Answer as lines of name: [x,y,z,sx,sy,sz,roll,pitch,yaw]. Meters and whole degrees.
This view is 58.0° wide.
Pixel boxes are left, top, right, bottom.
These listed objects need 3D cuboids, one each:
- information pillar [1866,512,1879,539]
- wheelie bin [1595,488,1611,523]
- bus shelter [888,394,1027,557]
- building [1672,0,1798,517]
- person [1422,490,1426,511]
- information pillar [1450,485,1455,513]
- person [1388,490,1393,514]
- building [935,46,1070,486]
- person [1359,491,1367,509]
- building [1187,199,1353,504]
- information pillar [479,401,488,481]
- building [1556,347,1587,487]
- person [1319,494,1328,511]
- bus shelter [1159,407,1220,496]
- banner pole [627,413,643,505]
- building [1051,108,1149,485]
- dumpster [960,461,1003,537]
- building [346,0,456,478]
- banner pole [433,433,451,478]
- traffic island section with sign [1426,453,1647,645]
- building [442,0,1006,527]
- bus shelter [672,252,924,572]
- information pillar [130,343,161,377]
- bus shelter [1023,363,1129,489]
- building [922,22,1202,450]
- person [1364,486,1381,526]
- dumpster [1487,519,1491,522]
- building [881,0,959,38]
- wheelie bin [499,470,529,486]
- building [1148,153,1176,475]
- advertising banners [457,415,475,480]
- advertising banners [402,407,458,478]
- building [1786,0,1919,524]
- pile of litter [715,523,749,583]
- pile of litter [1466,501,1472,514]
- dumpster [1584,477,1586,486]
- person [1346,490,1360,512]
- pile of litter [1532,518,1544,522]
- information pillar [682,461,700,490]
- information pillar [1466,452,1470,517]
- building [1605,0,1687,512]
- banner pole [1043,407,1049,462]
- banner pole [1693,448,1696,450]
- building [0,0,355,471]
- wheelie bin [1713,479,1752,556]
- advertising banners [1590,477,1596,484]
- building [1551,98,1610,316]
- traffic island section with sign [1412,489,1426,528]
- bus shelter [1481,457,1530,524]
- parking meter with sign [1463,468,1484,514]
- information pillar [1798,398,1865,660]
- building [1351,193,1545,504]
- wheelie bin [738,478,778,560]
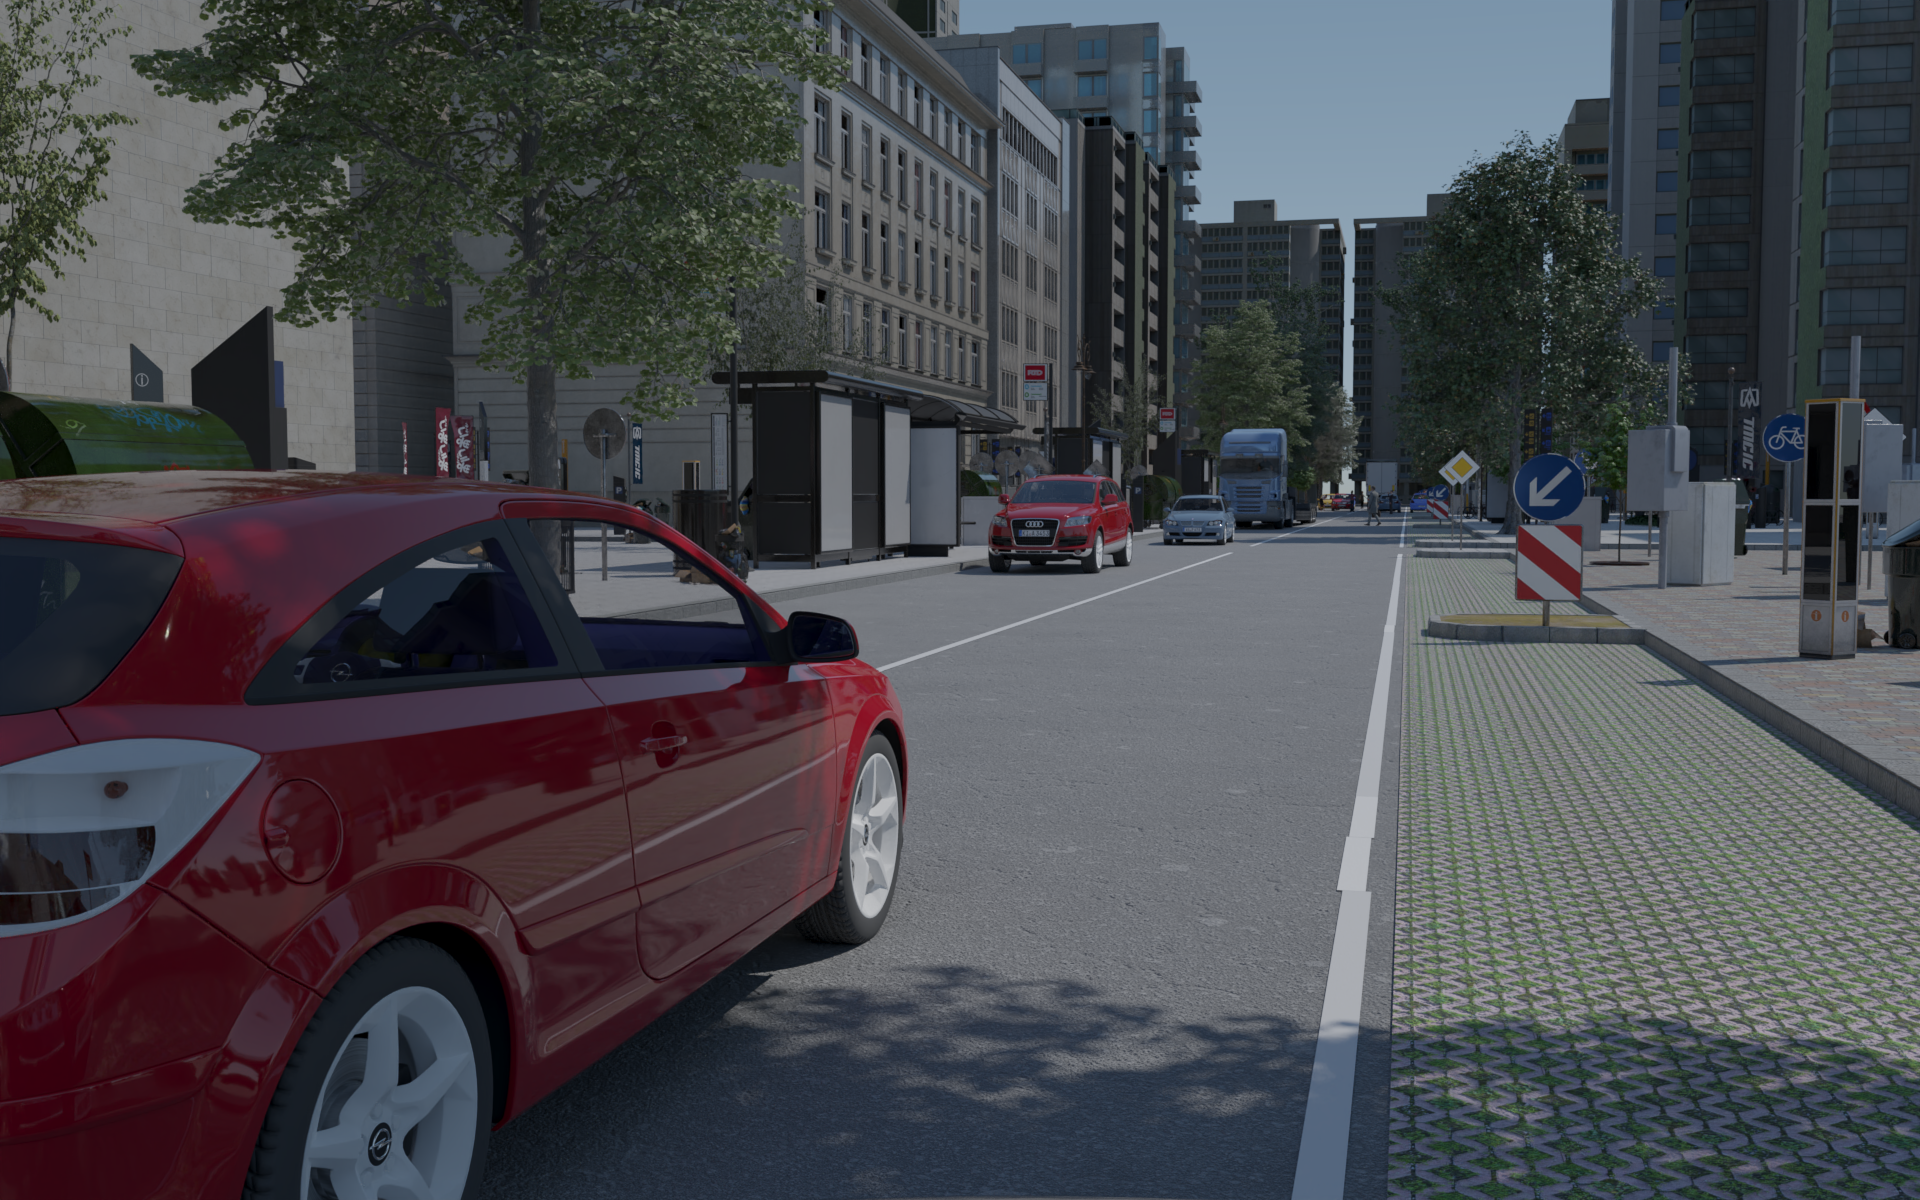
information pillar: [26.151,-2.759,49.594,0.304,2.012,0.304,2,4,35]
wheelie bin: [28.016,-4.154,75.818,0.693,1.594,0.980,-3,5,-40]
bus shelter: [-0.130,-2.684,37.815,2.014,3.302,5.546,1,4,15]
building: [48.676,-20.099,100.320,14.160,30.474,14.107,1,4,14]
person: [38.944,-8.302,144.760,0.750,1.759,0.617,0,4,5]
information pillar: [33.020,-6.824,116.058,0.304,2.012,0.304,1,4,20]
person: [30.609,-6.977,123.383,0.445,1.727,0.742,-2,4,-28]
building: [-1.336,-17.422,102.869,12.078,24.808,19.932,1,4,14]
person: [39.410,-9.793,169.336,1.217,1.735,0.721,-3,5,-41]
building: [39.136,-33.014,231.657,23.993,40.220,32.217,1,4,14]
information pillar: [-11.955,-3.189,43.491,0.183,3.616,0.504,-2,4,-29]
building: [71.412,-19.415,162.473,27.650,21.520,28.899,1,4,14]
person: [30.714,-8.226,146.185,0.799,1.438,0.628,1,4,21]
bus shelter: [10.971,-6.437,82.876,2.179,5.291,8.768,1,4,14]
banner pole: [-10.071,-3.887,53.566,0.401,3.779,0.863,2,4,29]
building: [6.224,-22.150,133.859,14.160,30.474,14.107,1,4,14]
dumpster: [0.307,-2.947,50.681,1.502,2.255,1.985,1,4,14]
building: [-33.216,-17.048,75.991,25.104,27.353,12.463,1,4,14]
banner pole: [-21.144,-4.931,70.633,0.863,3.779,0.401,0,4,-7]
traffic island section with sign: [5.773,-0.543,17.500,1.989,1.847,2.006,1,4,14]
building: [-9.158,-15.032,79.053,16.112,22.955,30.059,1,4,14]
bus shelter: [-2.871,-3.257,30.880,2.179,5.291,8.768,1,4,14]
information pillar: [-12.724,-2.189,27.150,0.183,3.616,0.504,3,5,39]
bus shelter: [3.652,-4.771,55.639,2.179,5.291,8.768,1,4,14]
building: [9.202,-34.273,179.973,30.456,49.044,23.786,1,4,14]
person: [18.682,-4.268,78.384,0.767,1.812,0.694,3,5,44]
dumpster: [25.248,-4.592,80.833,1.264,1.857,1.865,1,4,14]
building: [-12.551,-48.935,238.331,20.611,71.187,20.563,1,4,14]
wheelie bin: [-5.774,-0.904,22.690,0.980,1.594,0.693,3,5,43]
building: [10.364,-22.975,147.335,14.160,30.474,14.107,1,4,14]
advertising banners: [-10.348,-2.606,38.790,2.074,3.025,0.090,-2,4,-27]
advertising banners: [-10.647,-2.324,34.192,0.090,3.025,2.074,1,4,19]
building: [45.399,-24.126,78.057,14.154,41.232,14.086,1,4,14]
pile of litter: [-3.592,-0.684,25.146,1.176,0.858,1.719,1,4,12]
pile of litter: [35.201,-6.287,116.760,1.719,0.858,1.176,-3,5,-39]
dumpster: [23.663,-3.999,67.872,1.502,2.255,1.985,1,4,15]
person: [31.146,-7.836,137.346,1.217,1.743,0.721,3,5,40]
pile of litter: [29.113,-4.429,86.379,1.176,0.858,1.719,1,4,15]
information pillar: [-5.948,-2.072,38.371,0.304,2.012,0.304,1,4,12]
information pillar: [27.954,-6.359,95.324,0.183,3.616,0.504,1,4,23]
building: [61.586,-36.235,134.440,21.231,58.520,28.212,1,4,14]
banner pole: [2.495,-3.663,49.910,0.401,3.779,0.863,0,4,-7]
banner pole: [34.787,-5.657,82.513,0.401,3.779,0.863,-1,4,-13]
building: [-21.470,-10.781,31.028,16.860,20.320,10.420,1,4,14]
wheelie bin: [16.035,-1.735,36.279,0.980,1.594,0.693,0,4,-7]
advertising banners: [34.535,-6.134,96.476,2.074,3.025,0.090,0,4,5]
building: [84.361,-36.089,213.752,21.600,48.544,21.300,1,4,14]
traffic island section with sign: [19.959,-3.898,72.354,1.989,1.847,2.006,1,4,14]
bus shelter: [23.087,-4.835,72.979,2.014,3.302,5.546,1,4,14]
parking meter with sign: [33.399,-7.181,113.676,1.738,3.016,0.543,0,4,-6]
information pillar: [6.791,-0.551,13.503,0.304,2.012,0.304,-2,4,-28]
building: [63.418,-32.688,226.324,23.993,40.220,32.217,1,4,14]
wheelie bin: [-3.920,-1.579,33.722,0.693,1.594,0.980,1,4,16]
